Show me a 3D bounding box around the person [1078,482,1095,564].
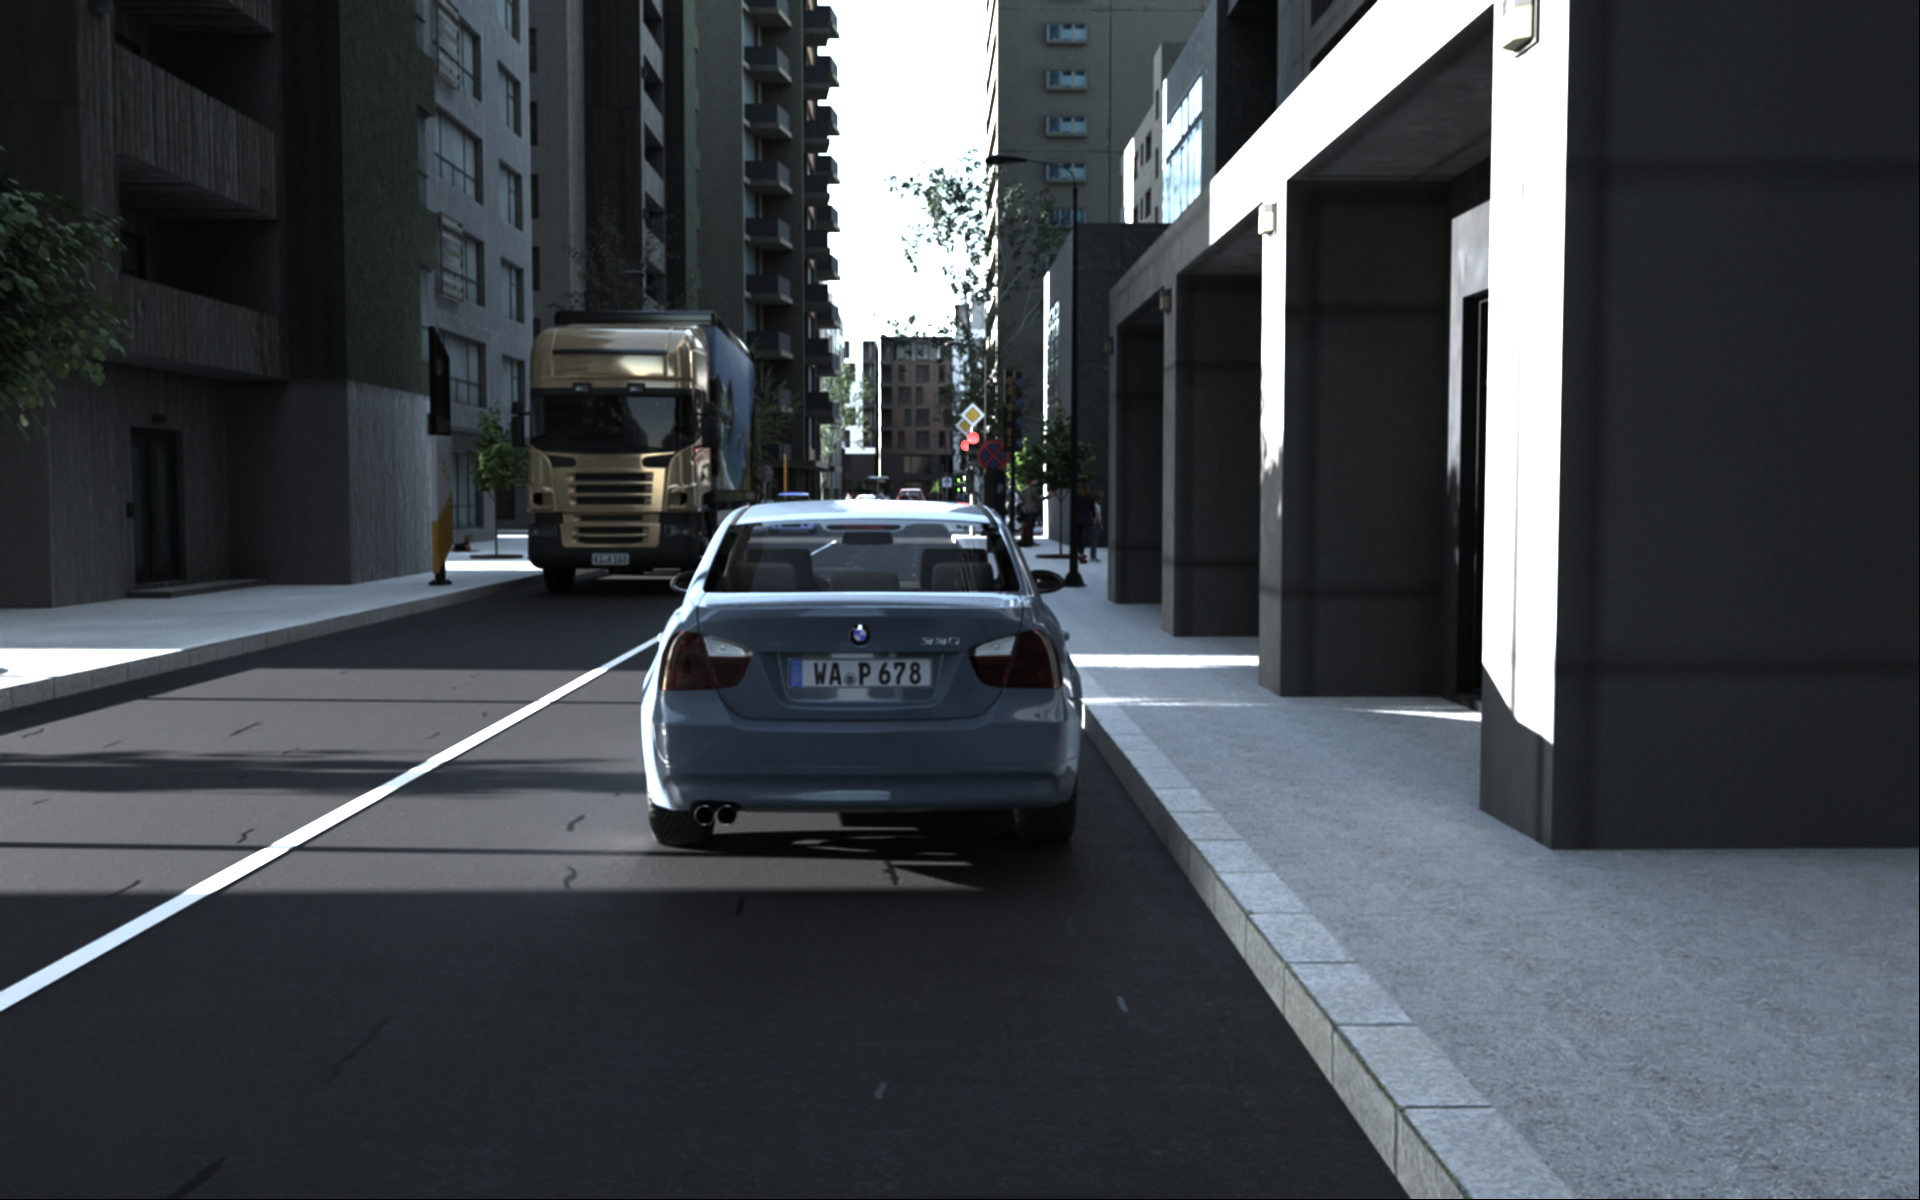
[{"bbox_3d":[2.287,-1.439,32.110,0.480,1.512,0.613,0,4,-4],"label":"person"}]

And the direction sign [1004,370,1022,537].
[{"bbox_3d":[0.977,-2.445,31.968,0.379,3.537,0.876,1,4,22],"label":"direction sign"}]

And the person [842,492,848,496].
[{"bbox_3d":[-11.337,-10.074,171.277,1.217,1.766,0.721,-2,4,-34],"label":"person"}]

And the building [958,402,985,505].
[{"bbox_3d":[4.707,-12.942,153.750,9.099,9.664,28.070,0,4,-1],"label":"building"}]

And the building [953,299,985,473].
[{"bbox_3d":[7.303,-19.387,173.402,16.016,20.091,11.380,0,4,-1],"label":"building"}]

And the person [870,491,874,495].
[{"bbox_3d":[-8.056,-9.190,159.688,0.436,1.711,0.756,-1,4,-17],"label":"person"}]

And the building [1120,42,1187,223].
[{"bbox_3d":[23.013,-14.125,75.985,28.899,21.520,27.650,0,4,-1],"label":"building"}]

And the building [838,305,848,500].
[{"bbox_3d":[-26.893,-20.836,184.651,27.936,21.610,32.646,0,4,-1],"label":"building"}]

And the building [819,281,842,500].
[{"bbox_3d":[-19.480,-17.458,151.894,16.747,18.905,31.486,0,4,-1],"label":"building"}]

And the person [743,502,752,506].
[{"bbox_3d":[-10.628,-4.711,85.766,0.574,1.496,0.600,0,4,1],"label":"person"}]

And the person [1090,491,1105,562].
[{"bbox_3d":[2.582,-1.403,32.899,0.340,1.345,0.435,-2,4,-35],"label":"person"}]

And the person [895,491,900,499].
[{"bbox_3d":[-6.783,-11.273,192.770,0.705,1.831,1.348,2,4,28],"label":"person"}]

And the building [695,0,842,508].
[{"bbox_3d":[-18.394,-27.324,101.365,22.147,44.769,28.867,0,4,-1],"label":"building"}]

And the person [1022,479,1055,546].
[{"bbox_3d":[1.944,-2.233,43.085,0.750,1.759,0.617,-1,4,-10],"label":"person"}]

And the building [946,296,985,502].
[{"bbox_3d":[12.995,-21.498,195.462,27.936,21.610,32.646,0,4,-1],"label":"building"}]

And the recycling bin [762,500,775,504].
[{"bbox_3d":[-8.534,-3.994,77.857,0.722,1.027,0.722,0,4,-4],"label":"recycling bin"}]

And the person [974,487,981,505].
[{"bbox_3d":[0.955,-6.710,116.301,0.990,1.755,0.434,0,4,6],"label":"person"}]

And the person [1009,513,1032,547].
[{"bbox_3d":[1.444,-1.693,42.014,0.655,0.850,0.859,0,4,5],"label":"person"}]

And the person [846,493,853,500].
[{"bbox_3d":[-7.997,-7.014,125.649,0.523,1.526,0.387,1,4,15],"label":"person"}]

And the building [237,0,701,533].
[{"bbox_3d":[-18.064,-18.090,67.472,14.160,30.474,14.107,0,4,-1],"label":"building"}]

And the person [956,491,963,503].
[{"bbox_3d":[0.003,-3.511,65.504,0.319,1.574,0.516,0,4,4],"label":"person"}]

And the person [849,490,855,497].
[{"bbox_3d":[-13.009,-12.194,205.427,1.348,1.822,0.705,3,5,42],"label":"person"}]

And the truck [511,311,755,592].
[{"bbox_3d":[-5.054,-2.441,28.820,2.839,4.237,11.283,0,4,-3],"label":"truck"}]

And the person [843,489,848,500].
[{"bbox_3d":[-10.933,-9.741,165.977,0.621,1.740,0.551,-1,4,-8],"label":"person"}]

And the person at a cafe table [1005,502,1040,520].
[{"bbox_3d":[3.408,-4.545,85.167,1.698,1.238,1.726,-3,4,-37],"label":"person at a cafe table"}]

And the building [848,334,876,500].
[{"bbox_3d":[-27.441,-23.902,234.772,32.646,21.610,27.936,0,4,-1],"label":"building"}]

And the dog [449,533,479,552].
[{"bbox_3d":[-11.104,-1.271,38.518,0.748,0.427,0.550,3,4,36],"label":"dog"}]

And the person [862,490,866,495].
[{"bbox_3d":[-8.516,-8.807,152.512,0.705,1.823,1.348,2,4,24],"label":"person"}]

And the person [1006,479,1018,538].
[{"bbox_3d":[1.485,-2.668,50.384,0.376,1.734,0.841,1,4,13],"label":"person"}]

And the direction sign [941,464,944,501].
[{"bbox_3d":[-1.302,-8.386,129.102,0.379,3.537,0.876,1,4,10],"label":"direction sign"}]

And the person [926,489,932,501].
[{"bbox_3d":[-1.693,-5.240,95.088,0.530,1.710,0.541,1,4,19],"label":"person"}]

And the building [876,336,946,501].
[{"bbox_3d":[5.657,-23.908,234.874,32.646,21.610,27.936,0,4,-1],"label":"building"}]

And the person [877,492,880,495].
[{"bbox_3d":[-6.660,-8.252,144.219,0.445,1.727,0.742,1,4,14],"label":"person"}]

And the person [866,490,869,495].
[{"bbox_3d":[-7.638,-8.075,141.253,0.721,1.735,1.217,1,4,10],"label":"person"}]

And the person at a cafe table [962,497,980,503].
[{"bbox_3d":[0.561,-7.450,132.670,1.698,1.238,1.726,1,4,16],"label":"person at a cafe table"}]

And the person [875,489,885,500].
[{"bbox_3d":[-4.482,-5.468,98.834,0.436,1.711,0.756,-3,4,-37],"label":"person"}]

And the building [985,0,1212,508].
[{"bbox_3d":[12.856,-30.659,124.973,21.300,48.544,21.600,0,4,-1],"label":"building"}]

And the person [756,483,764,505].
[{"bbox_3d":[-9.813,-4.824,85.050,0.434,1.807,0.598,2,4,35],"label":"person"}]

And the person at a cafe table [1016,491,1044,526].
[{"bbox_3d":[2.713,-3.734,69.560,1.622,1.524,1.698,0,4,-2],"label":"person at a cafe table"}]

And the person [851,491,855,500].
[{"bbox_3d":[-12.845,-12.244,206.944,0.721,1.735,1.217,-2,4,-24],"label":"person"}]
